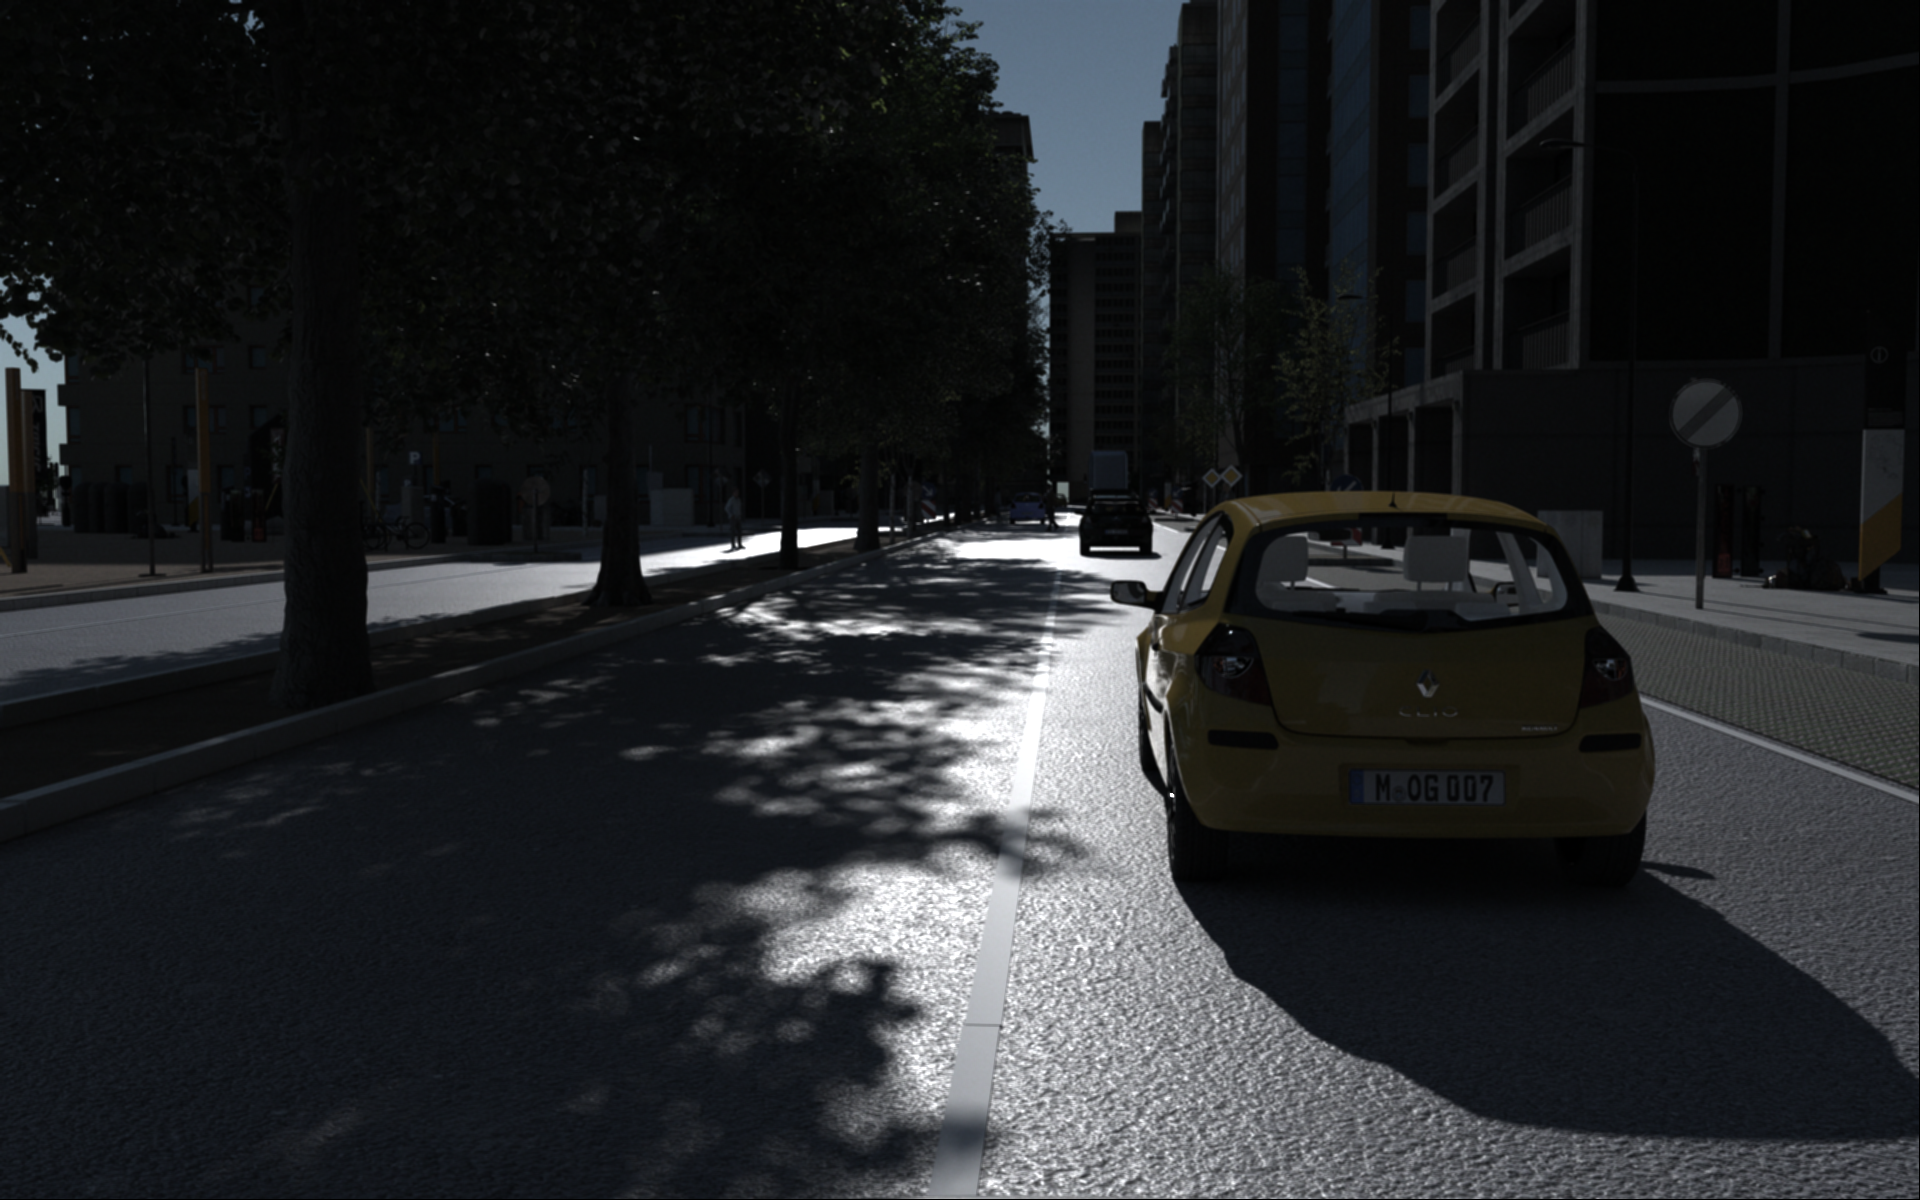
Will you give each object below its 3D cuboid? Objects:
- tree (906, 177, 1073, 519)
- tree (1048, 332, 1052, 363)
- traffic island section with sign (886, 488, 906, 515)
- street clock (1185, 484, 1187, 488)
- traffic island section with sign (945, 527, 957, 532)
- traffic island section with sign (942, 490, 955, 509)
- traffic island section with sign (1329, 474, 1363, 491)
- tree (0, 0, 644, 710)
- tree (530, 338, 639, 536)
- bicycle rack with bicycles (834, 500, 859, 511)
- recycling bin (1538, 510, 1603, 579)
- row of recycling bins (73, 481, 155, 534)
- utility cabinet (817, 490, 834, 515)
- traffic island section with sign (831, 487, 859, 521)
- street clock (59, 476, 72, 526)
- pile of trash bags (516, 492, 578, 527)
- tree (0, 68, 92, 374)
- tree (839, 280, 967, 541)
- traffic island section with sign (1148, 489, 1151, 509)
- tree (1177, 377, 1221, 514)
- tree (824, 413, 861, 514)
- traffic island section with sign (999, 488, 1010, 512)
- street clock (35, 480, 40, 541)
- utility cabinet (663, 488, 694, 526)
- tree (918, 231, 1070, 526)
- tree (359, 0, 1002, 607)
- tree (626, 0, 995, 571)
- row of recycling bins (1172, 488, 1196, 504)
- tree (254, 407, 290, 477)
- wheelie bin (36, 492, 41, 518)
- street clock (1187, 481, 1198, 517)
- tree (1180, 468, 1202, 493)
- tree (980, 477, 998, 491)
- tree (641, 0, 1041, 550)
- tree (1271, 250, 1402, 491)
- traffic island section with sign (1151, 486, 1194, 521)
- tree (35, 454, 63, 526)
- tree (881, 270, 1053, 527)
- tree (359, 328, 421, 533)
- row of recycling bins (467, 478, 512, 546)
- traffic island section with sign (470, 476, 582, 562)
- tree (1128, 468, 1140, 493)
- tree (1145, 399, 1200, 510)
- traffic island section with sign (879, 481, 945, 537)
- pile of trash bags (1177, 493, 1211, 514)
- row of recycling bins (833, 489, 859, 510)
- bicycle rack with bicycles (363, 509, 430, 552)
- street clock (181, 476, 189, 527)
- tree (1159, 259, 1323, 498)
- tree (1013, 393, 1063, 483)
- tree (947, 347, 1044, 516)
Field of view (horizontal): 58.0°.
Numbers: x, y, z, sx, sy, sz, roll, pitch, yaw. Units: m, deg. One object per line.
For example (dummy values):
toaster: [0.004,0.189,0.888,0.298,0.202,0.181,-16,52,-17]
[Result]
tree: [-0.183,-14.836,100.913,12.611,20.169,13.585,0,3,0]
tree: [0.284,-11.047,89.735,9.857,13.997,8.962,0,3,0]
traffic island section with sign: [-3.981,-6.729,118.654,1.989,1.847,2.006,0,4,4]
street clock: [16.030,-7.168,121.773,0.358,2.002,0.471,3,5,44]
traffic island section with sign: [-1.178,-3.559,66.322,2.006,1.907,1.989,0,4,4]
traffic island section with sign: [-0.717,-9.802,168.895,1.989,1.847,2.006,0,4,4]
traffic island section with sign: [7.604,-1.621,35.128,1.989,1.847,2.006,0,4,4]
tree: [-4.337,-6.259,11.454,9.857,13.997,8.962,0,3,0]
tree: [-11.434,-6.247,52.508,4.360,8.622,3.978,0,3,0]
bicycle rack with bicycles: [-8.217,-7.248,131.882,2.852,0.926,2.925,3,4,38]
recycling bin: [9.314,-0.851,26.467,0.722,1.027,0.722,-1,4,-10]
row of recycling bins: [-27.809,-3.044,56.879,3.534,1.692,1.069,2,4,29]
utility cabinet: [-8.083,-5.778,103.157,1.173,1.500,0.318,2,4,28]
traffic island section with sign: [-5.739,-5.076,91.617,1.989,1.847,2.006,0,4,4]
street clock: [-35.388,-3.914,68.569,0.358,2.002,0.471,1,4,11]
pile of trash bags: [-16.745,-3.658,69.566,3.447,1.369,1.912,3,5,41]
tree: [-12.948,-4.366,21.743,4.737,8.622,4.395,0,3,0]
tree: [-1.666,-6.364,56.865,4.360,8.622,3.978,0,3,0]
traffic island section with sign: [12.980,-6.683,117.891,1.989,1.847,2.006,0,4,4]
tree: [15.613,-9.679,108.609,4.360,8.622,3.978,0,3,0]
tree: [-7.216,-9.900,112.227,4.737,8.622,4.395,0,3,0]
traffic island section with sign: [3.677,-8.145,141.304,2.006,1.907,1.989,0,4,4]
street clock: [-25.033,-2.577,46.696,0.471,2.002,0.358,0,4,-6]
utility cabinet: [-11.091,-3.649,68.347,1.173,1.500,0.318,1,4,12]
tree: [-0.088,-10.147,78.738,12.009,13.543,11.850,0,3,0]
tree: [-4.365,-6.279,22.120,9.611,12.733,9.660,0,3,0]
tree: [-3.139,-6.365,32.277,9.928,11.665,9.643,0,3,0]
row of recycling bins: [15.419,-6.832,118.815,1.069,1.692,3.534,0,4,-8]
tree: [-12.435,-2.375,33.432,1.663,3.219,1.824,0,3,0]
wheelie bin: [-51.617,-5.422,96.551,0.980,1.594,0.693,0,4,-3]
street clock: [13.277,-5.722,98.122,0.358,2.002,0.471,2,4,26]
tree: [16.963,-8.101,127.047,1.663,3.219,1.824,0,3,0]
tree: [2.599,-10.732,128.284,4.360,8.622,3.978,0,3,0]
tree: [-2.388,-8.263,44.220,9.857,13.997,8.962,0,3,0]
tree: [11.383,-6.293,53.256,4.360,8.622,3.978,0,3,0]
traffic island section with sign: [11.240,-5.038,90.992,1.989,1.847,2.006,0,4,4]
tree: [-37.811,-4.667,70.908,1.663,3.219,1.824,0,3,0]
tree: [-0.470,-8.078,68.945,8.767,10.594,7.601,0,4,4]
tree: [-19.252,-6.540,57.285,4.360,8.622,3.978,0,3,0]
row of recycling bins: [-12.174,-2.300,44.723,1.069,1.692,3.534,-1,4,-10]
traffic island section with sign: [-9.262,-1.753,37.291,1.989,1.847,2.006,0,4,4]
tree: [22.342,-14.343,218.216,4.285,4.588,4.351,0,3,0]
tree: [16.570,-11.314,135.346,4.737,8.622,4.395,0,3,0]
traffic island section with sign: [-1.668,-3.107,58.931,2.006,1.907,1.989,0,4,4]
pile of trash bags: [15.026,-6.282,112.470,1.912,1.369,3.447,-1,4,-22]
row of recycling bins: [-8.997,-8.131,140.048,3.534,1.692,1.069,3,5,41]
bicycle rack with bicycles: [-13.804,-1.585,39.301,2.925,0.926,2.852,0,4,-2]
street clock: [-30.490,-3.903,68.377,0.358,2.002,0.471,0,4,6]
tree: [12.518,-9.278,77.449,9.928,11.665,9.643,0,3,0]
tree: [2.354,-12.252,119.777,9.611,12.733,9.660,0,3,0]
tree: [1.681,-11.657,111.175,7.486,12.596,7.792,0,3,0]
